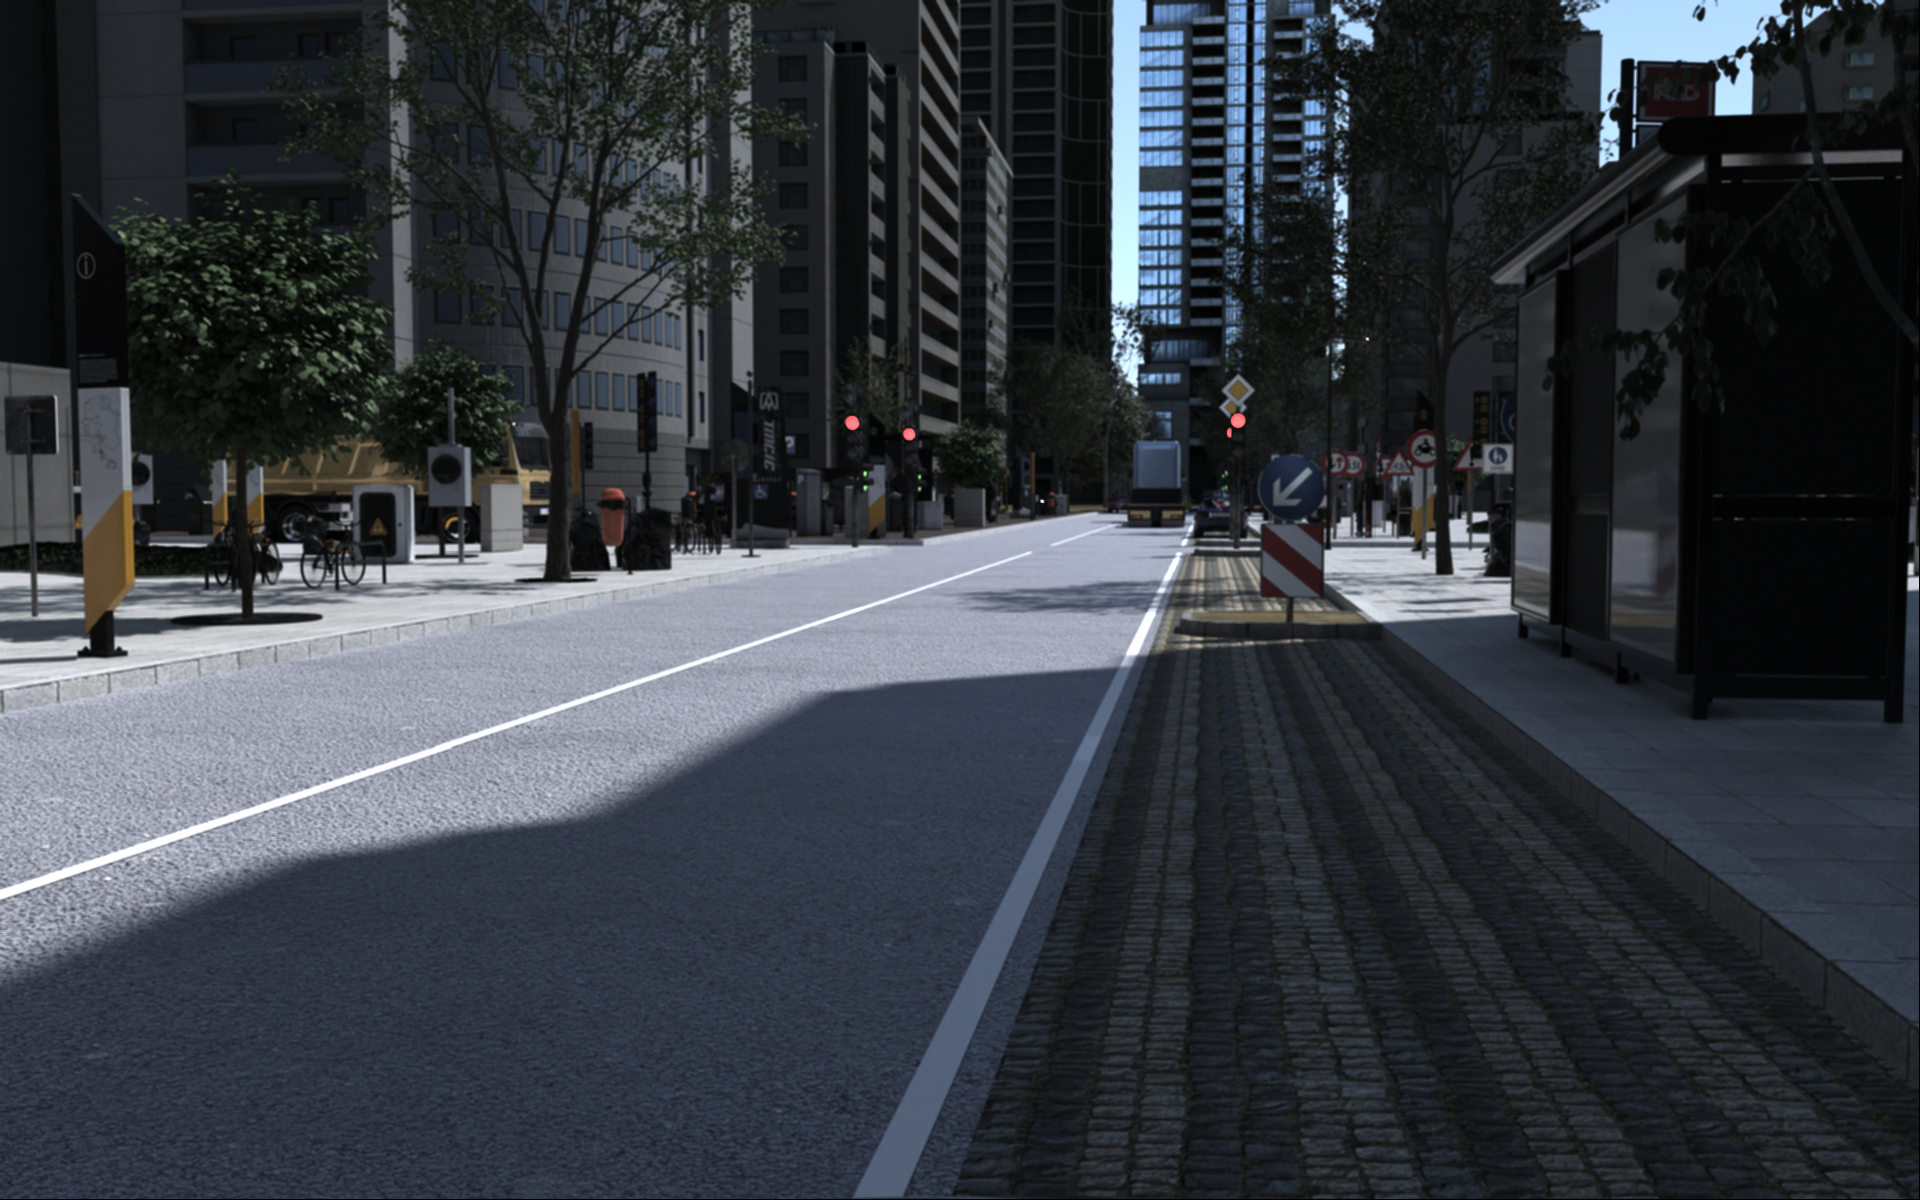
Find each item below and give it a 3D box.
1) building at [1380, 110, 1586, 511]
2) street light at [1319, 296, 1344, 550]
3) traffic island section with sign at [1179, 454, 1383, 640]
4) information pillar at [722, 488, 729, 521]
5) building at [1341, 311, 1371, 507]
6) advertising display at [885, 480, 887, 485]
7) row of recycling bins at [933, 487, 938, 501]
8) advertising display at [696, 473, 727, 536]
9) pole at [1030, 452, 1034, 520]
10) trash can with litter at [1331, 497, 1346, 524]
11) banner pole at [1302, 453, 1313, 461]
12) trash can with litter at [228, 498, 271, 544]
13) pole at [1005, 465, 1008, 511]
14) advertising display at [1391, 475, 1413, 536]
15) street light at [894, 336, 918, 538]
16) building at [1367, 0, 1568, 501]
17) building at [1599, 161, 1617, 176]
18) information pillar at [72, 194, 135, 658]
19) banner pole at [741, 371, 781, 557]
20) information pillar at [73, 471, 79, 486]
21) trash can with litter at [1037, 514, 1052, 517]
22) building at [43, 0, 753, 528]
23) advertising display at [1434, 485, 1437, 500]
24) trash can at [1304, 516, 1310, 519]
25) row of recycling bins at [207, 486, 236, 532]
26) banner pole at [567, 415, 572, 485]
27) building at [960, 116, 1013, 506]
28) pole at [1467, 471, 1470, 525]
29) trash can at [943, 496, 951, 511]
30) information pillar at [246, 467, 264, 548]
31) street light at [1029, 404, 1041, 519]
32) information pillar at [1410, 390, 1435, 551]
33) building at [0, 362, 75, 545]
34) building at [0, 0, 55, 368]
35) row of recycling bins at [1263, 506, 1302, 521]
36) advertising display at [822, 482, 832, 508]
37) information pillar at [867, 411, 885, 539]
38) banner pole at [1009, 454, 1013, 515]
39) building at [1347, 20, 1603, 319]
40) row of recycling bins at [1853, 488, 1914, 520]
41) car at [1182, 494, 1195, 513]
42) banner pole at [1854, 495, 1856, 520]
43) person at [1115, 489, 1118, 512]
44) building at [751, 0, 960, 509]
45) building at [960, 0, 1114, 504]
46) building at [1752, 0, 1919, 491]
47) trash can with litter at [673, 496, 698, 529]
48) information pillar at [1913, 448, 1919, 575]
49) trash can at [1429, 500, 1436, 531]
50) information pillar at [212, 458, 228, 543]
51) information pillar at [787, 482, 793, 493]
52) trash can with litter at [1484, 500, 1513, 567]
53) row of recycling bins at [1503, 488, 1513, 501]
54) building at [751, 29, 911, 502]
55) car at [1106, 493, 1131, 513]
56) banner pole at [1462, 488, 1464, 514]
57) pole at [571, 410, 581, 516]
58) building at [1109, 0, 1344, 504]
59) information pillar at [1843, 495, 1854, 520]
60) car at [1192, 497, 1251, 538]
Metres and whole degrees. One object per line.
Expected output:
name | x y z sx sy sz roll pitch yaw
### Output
building | 39.860 -22.204 134.741 14.160 30.474 14.107 0 4 8
street light | 8.479 -4.094 39.724 0.468 5.910 1.993 0 4 8
traffic island section with sign | 3.292 -0.571 17.967 1.989 1.847 2.006 0 4 8
information pillar | -9.462 -4.009 70.035 0.304 2.012 0.304 -2 4 -24
building | 52.532 -19.832 169.292 27.650 21.520 28.899 0 4 8
advertising display | -2.672 -3.441 61.479 0.123 1.923 0.974 0 4 -5
row of recycling bins | -2.276 -5.046 89.622 1.069 1.692 3.534 -2 4 -34
advertising display | -7.700 -2.960 53.607 0.974 1.923 0.123 1 4 14
pole | 3.517 -5.532 84.292 0.158 3.312 0.155 0 3 0
trash can with litter | 16.387 -3.934 75.710 0.624 1.170 1.055 2 4 33
banner pole | 21.216 -7.103 106.145 0.863 3.779 0.401 0 4 -8
trash can with litter | -18.320 -2.035 44.665 1.055 1.170 0.624 0 4 1
pole | 3.235 -7.748 120.524 0.158 3.312 0.155 0 3 0
advertising display | 13.605 -2.915 52.873 0.123 1.923 0.974 -3 5 -44
street light | -1.576 -4.761 50.636 0.468 5.910 1.993 0 4 8
building | 42.830 -30.465 148.219 14.600 45.320 14.200 0 4 8
building | 93.255 -34.495 218.620 28.867 44.769 22.147 0 4 8
information pillar | -6.711 -1.358 13.564 0.504 3.616 0.183 2 4 24
banner pole | -4.032 -2.766 35.236 0.863 3.779 0.401 0 4 -1
information pillar | -28.512 -3.133 55.711 0.304 2.012 0.304 -1 4 -15
trash can with litter | 4.285 -5.289 97.532 2.233 1.210 1.678 -2 4 -24
building | -23.101 -32.679 76.308 21.231 58.520 28.212 0 4 8
advertising display | 30.498 -6.419 110.161 0.123 1.923 0.974 -3 5 -41
trash can | 17.770 -4.750 89.321 0.748 1.137 0.748 0 3 0
row of recycling bins | -25.726 -3.252 60.280 1.069 1.692 3.534 -2 4 -35
banner pole | -12.256 -3.919 54.086 0.863 3.779 0.401 2 4 27
building | -7.501 -29.602 175.876 23.993 40.220 32.217 0 4 8
pole | 21.277 -4.796 72.260 0.158 3.312 0.155 0 3 0
trash can | -0.830 -6.778 122.477 0.748 1.137 0.748 0 3 0
information pillar | -16.539 -3.001 40.428 0.504 3.616 0.183 0 4 6
street light | 3.860 -7.113 89.087 0.468 5.910 1.993 0 4 8
information pillar | 10.455 -2.913 38.990 0.504 3.616 0.183 -2 4 -26
building | -29.082 -35.787 23.366 20.611 71.187 20.563 0 4 8
building | -44.153 -18.318 71.205 14.107 30.474 14.160 0 4 8
row of recycling bins | 15.511 -4.650 83.145 1.069 1.692 3.534 -1 4 -10
advertising display | -7.279 -5.471 94.657 0.123 1.923 0.974 -2 4 -33
information pillar | -2.380 -3.538 49.193 0.504 3.616 0.183 -1 4 -21
banner pole | 3.237 -7.256 108.660 0.401 3.779 0.863 -2 4 -24
building | 64.415 -41.531 221.031 28.212 58.520 21.231 0 4 8
row of recycling bins | 40.582 -4.219 76.090 1.069 1.692 3.534 0 4 -5
car | 17.128 -7.574 134.060 2.015 1.641 3.980 1 4 9
banner pole | 24.721 -3.548 48.031 0.863 3.779 0.401 -2 4 -25
person | 12.259 -7.778 135.654 0.705 1.826 1.348 1 4 11
building | -12.016 -31.411 137.264 21.300 48.544 21.600 0 4 8
building | 9.286 -48.326 228.380 20.611 71.187 20.563 0 4 8
building | 90.244 -33.223 166.895 21.600 48.544 21.300 0 4 8
trash can with litter | -10.533 -3.269 64.512 2.233 1.210 1.678 -3 5 -41
information pillar | 15.300 -1.395 27.303 0.304 2.012 0.304 -1 4 -15
trash can | 16.300 -2.929 59.541 0.748 1.137 0.748 0 3 0
information pillar | -17.940 -3.092 41.906 0.504 3.616 0.183 2 4 32
information pillar | -10.046 -5.979 102.246 0.304 2.012 0.304 -3 4 -36
trash can with litter | 9.386 -1.153 30.234 0.624 1.170 1.055 0 4 1
row of recycling bins | 37.765 -6.670 116.174 3.534 1.692 1.069 -2 4 -35
building | -11.279 -20.821 112.118 14.160 30.474 14.107 0 4 8
car | 12.281 -7.557 132.593 2.155 1.783 4.494 1 4 9
banner pole | 32.202 -7.372 110.553 0.401 3.779 0.863 2 4 31
pole | -9.364 -2.961 42.251 0.158 3.312 0.155 0 3 0
building | 35.196 -55.799 224.982 31.000 86.520 22.319 0 4 8
information pillar | 35.673 -3.980 69.564 0.304 2.012 0.304 0 4 6
car | 8.652 -2.736 57.309 1.945 1.354 3.894 1 4 10
